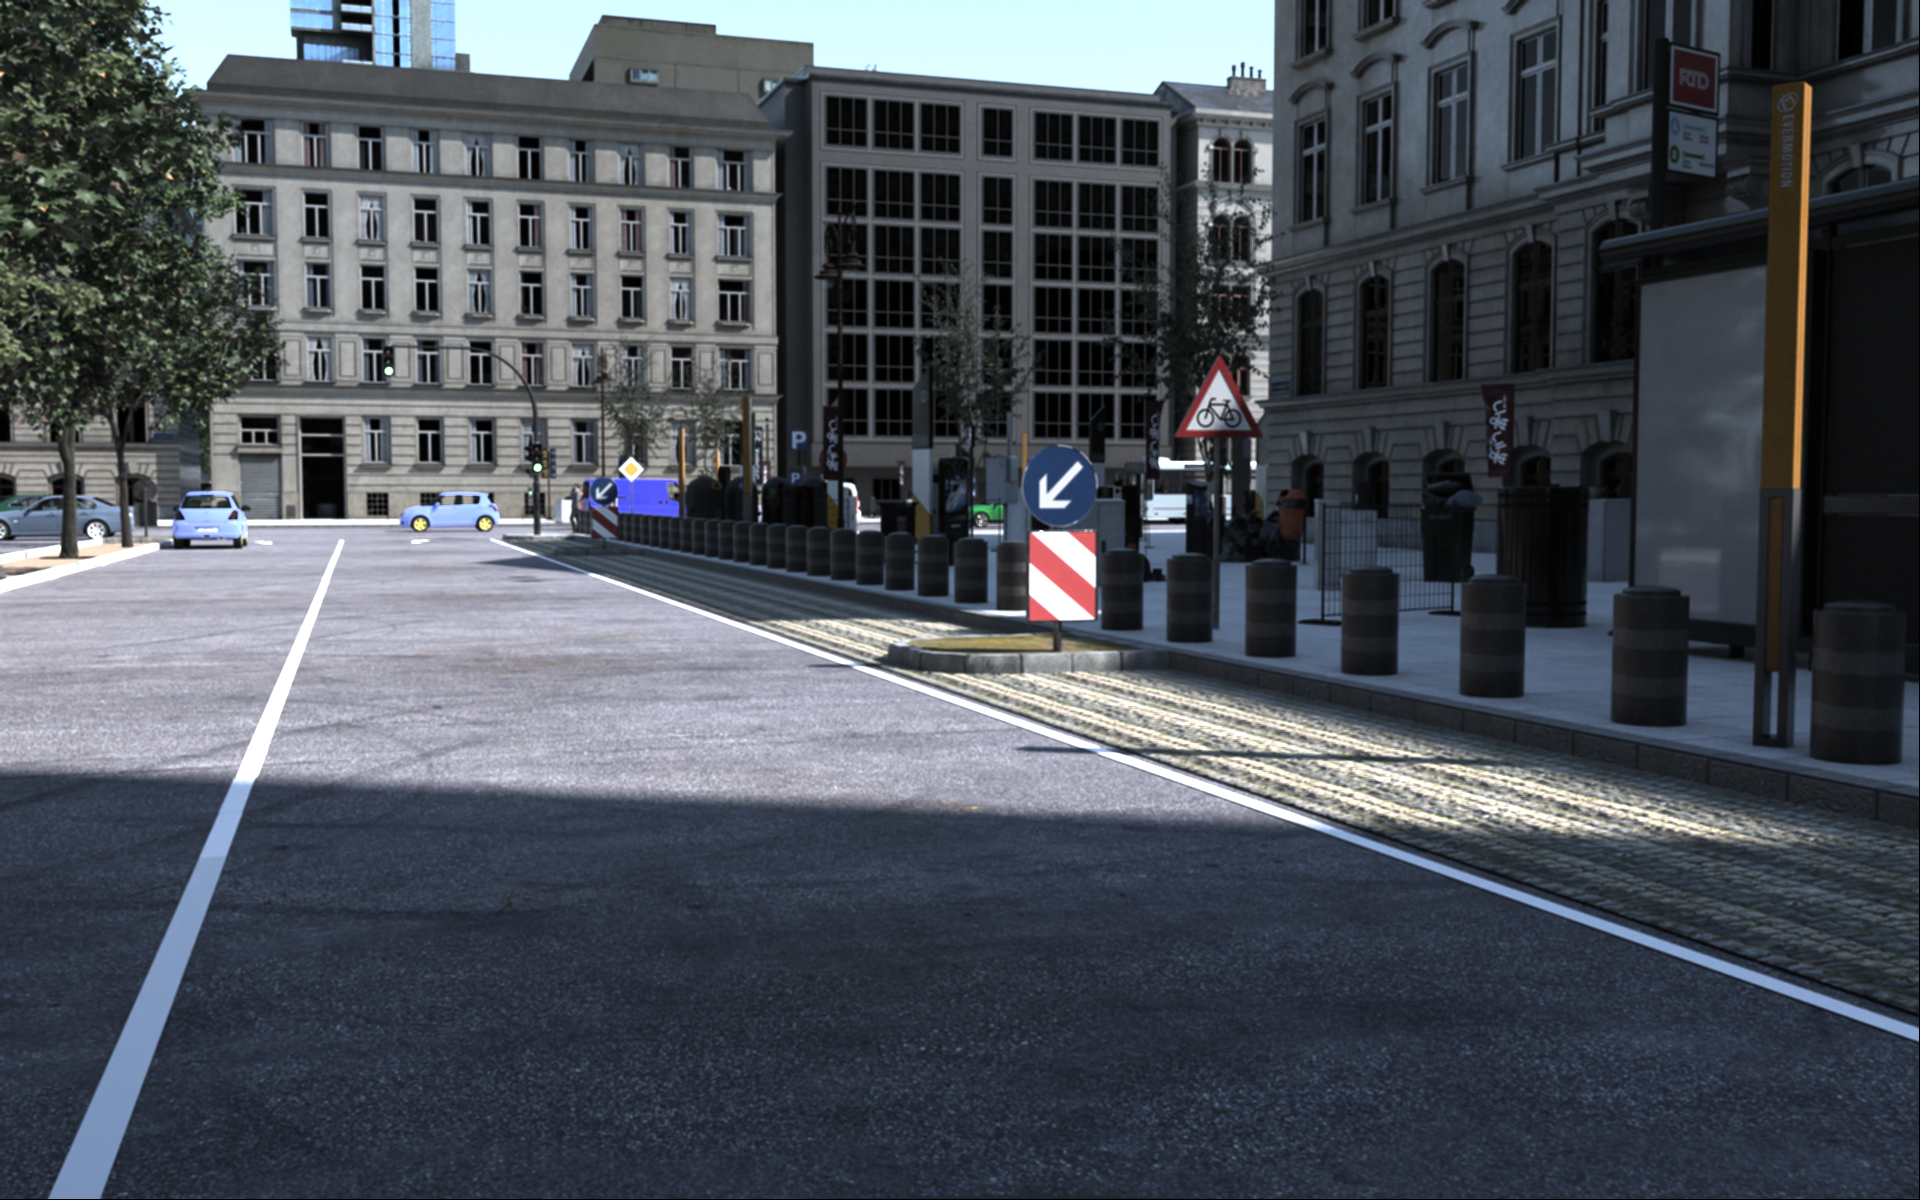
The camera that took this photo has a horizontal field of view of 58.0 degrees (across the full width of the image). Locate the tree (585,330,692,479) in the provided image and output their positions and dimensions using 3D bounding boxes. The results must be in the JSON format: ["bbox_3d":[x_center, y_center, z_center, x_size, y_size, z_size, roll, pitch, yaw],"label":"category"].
[{"bbox_3d":[-14.931,-7.870,79.041,4.360,8.622,3.978,0,3,0],"label":"tree"}]

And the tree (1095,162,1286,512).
[{"bbox_3d":[5.238,-5.338,37.647,4.360,8.622,3.978,0,3,0],"label":"tree"}]

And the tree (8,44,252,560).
[{"bbox_3d":[-19.517,-6.703,37.810,9.928,11.665,9.643,0,3,0],"label":"tree"}]

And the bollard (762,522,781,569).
[{"bbox_3d":[-3.145,-0.935,30.001,0.404,0.777,0.398,0,3,0],"label":"bollard"}]

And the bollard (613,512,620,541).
[{"bbox_3d":[-9.235,-2.011,47.596,0.404,0.777,0.398,0,3,0],"label":"bollard"}]

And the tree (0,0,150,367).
[{"bbox_3d":[-13.713,-6.090,20.156,7.486,12.596,7.792,0,3,0],"label":"tree"}]

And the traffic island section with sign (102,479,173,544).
[{"bbox_3d":[-24.030,-2.618,50.936,2.006,1.907,1.989,-1,4,-19],"label":"traffic island section with sign"}]

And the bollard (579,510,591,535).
[{"bbox_3d":[-12.049,-2.508,55.720,0.404,0.777,0.398,0,3,0],"label":"bollard"}]

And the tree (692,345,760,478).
[{"bbox_3d":[-12.320,-8.320,86.388,4.360,8.622,3.978,0,3,0],"label":"tree"}]

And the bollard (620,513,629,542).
[{"bbox_3d":[-8.769,-1.928,46.243,0.404,0.777,0.398,0,3,0],"label":"bollard"}]

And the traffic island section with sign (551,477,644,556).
[{"bbox_3d":[-8.615,-1.976,40.938,1.989,1.847,2.006,-1,4,-19],"label":"traffic island section with sign"}]

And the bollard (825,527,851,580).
[{"bbox_3d":[-1.744,-0.687,25.946,0.404,0.777,0.398,0,3,0],"label":"bollard"}]

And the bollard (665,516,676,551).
[{"bbox_3d":[-6.423,-1.513,39.462,0.404,0.777,0.398,0,3,0],"label":"bollard"}]

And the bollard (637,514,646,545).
[{"bbox_3d":[-7.828,-1.763,43.534,0.404,0.777,0.398,0,3,0],"label":"bollard"}]

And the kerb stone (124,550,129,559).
[{"bbox_3d":[-18.483,-0.974,38.153,0.120,0.150,1.000,-1,4,-19],"label":"kerb stone"}]

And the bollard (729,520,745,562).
[{"bbox_3d":[-4.079,-1.100,32.697,0.404,0.777,0.398,0,3,0],"label":"bollard"}]

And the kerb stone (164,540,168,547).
[{"bbox_3d":[-21.176,-1.450,45.908,0.120,0.150,1.000,-1,4,-19],"label":"kerb stone"}]

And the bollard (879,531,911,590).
[{"bbox_3d":[-0.808,-0.521,23.235,0.404,0.777,0.398,0,3,0],"label":"bollard"}]

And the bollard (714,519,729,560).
[{"bbox_3d":[-4.550,-1.183,34.053,0.404,0.777,0.398,0,3,0],"label":"bollard"}]

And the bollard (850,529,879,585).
[{"bbox_3d":[-1.277,-0.604,24.599,0.404,0.777,0.398,0,3,0],"label":"bollard"}]

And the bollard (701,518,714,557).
[{"bbox_3d":[-5.015,-1.266,35.408,0.404,0.777,0.398,0,3,0],"label":"bollard"}]

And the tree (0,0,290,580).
[{"bbox_3d":[-16.284,-6.663,28.398,9.611,12.733,9.660,0,3,0],"label":"tree"}]

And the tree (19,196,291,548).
[{"bbox_3d":[-22.311,-6.689,46.240,8.767,10.594,7.601,-1,4,-19],"label":"tree"}]

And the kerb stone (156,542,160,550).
[{"bbox_3d":[-20.499,-1.332,43.966,0.120,0.150,1.000,-1,4,-19],"label":"kerb stone"}]

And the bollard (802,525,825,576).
[{"bbox_3d":[-2.213,-0.770,27.302,0.404,0.777,0.398,0,3,0],"label":"bollard"}]

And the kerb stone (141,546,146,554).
[{"bbox_3d":[-19.495,-1.154,41.060,0.120,0.150,1.000,-1,4,-19],"label":"kerb stone"}]

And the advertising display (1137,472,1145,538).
[{"bbox_3d":[5.328,-2.808,51.130,0.123,1.923,0.974,1,4,13],"label":"advertising display"}]

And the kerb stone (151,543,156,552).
[{"bbox_3d":[-20.160,-1.272,42.999,0.120,0.150,1.000,-1,4,-19],"label":"kerb stone"}]

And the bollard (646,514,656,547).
[{"bbox_3d":[-7.356,-1.678,42.158,0.404,0.777,0.398,0,3,0],"label":"bollard"}]

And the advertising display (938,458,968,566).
[{"bbox_3d":[-0.115,-1.583,31.088,0.123,1.923,0.974,2,4,26],"label":"advertising display"}]

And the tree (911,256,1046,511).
[{"bbox_3d":[0.305,-6.312,53.565,4.360,8.622,3.978,0,3,0],"label":"tree"}]

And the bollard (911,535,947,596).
[{"bbox_3d":[-0.338,-0.439,21.889,0.404,0.777,0.398,0,3,0],"label":"bollard"}]

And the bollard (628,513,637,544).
[{"bbox_3d":[-8.300,-1.845,44.890,0.404,0.777,0.398,0,3,0],"label":"bollard"}]

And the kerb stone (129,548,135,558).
[{"bbox_3d":[-18.815,-1.027,39.123,0.120,0.150,1.000,-1,4,-19],"label":"kerb stone"}]

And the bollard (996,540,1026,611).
[{"bbox_3d":[0.601,-0.272,19.169,0.404,0.777,0.398,0,3,0],"label":"bollard"}]

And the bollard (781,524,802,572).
[{"bbox_3d":[-2.680,-0.852,28.649,0.404,0.777,0.398,0,3,0],"label":"bollard"}]

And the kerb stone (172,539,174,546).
[{"bbox_3d":[-21.839,-1.568,47.854,0.120,0.150,1.000,-1,4,-19],"label":"kerb stone"}]

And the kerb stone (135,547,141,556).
[{"bbox_3d":[-19.150,-1.095,40.095,0.120,0.150,1.000,-1,4,-19],"label":"kerb stone"}]

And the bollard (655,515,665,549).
[{"bbox_3d":[-6.886,-1.596,40.810,0.404,0.777,0.398,0,3,0],"label":"bollard"}]

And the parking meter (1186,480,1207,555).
[{"bbox_3d":[4.263,-1.395,31.217,0.372,1.533,0.369,0,3,0],"label":"parking meter"}]

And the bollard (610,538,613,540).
[{"bbox_3d":[-9.702,-2.093,48.943,0.404,0.777,0.398,0,3,0],"label":"bollard"}]

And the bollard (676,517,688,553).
[{"bbox_3d":[-5.952,-1.431,38.110,0.404,0.777,0.398,0,3,0],"label":"bollard"}]

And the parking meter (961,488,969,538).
[{"bbox_3d":[0.062,-2.442,48.331,0.372,1.533,0.369,0,3,0],"label":"parking meter"}]

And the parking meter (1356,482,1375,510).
[{"bbox_3d":[8.233,-1.640,35.225,0.372,1.533,0.369,0,3,0],"label":"parking meter"}]

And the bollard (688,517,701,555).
[{"bbox_3d":[-5.486,-1.348,36.754,0.404,0.777,0.398,0,3,0],"label":"bollard"}]

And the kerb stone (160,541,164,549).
[{"bbox_3d":[-20.835,-1.391,44.942,0.120,0.150,1.000,-1,4,-19],"label":"kerb stone"}]

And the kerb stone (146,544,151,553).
[{"bbox_3d":[-19.824,-1.213,42.030,0.120,0.150,1.000,-1,4,-19],"label":"kerb stone"}]

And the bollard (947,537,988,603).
[{"bbox_3d":[0.131,-0.355,20.529,0.404,0.777,0.398,0,3,0],"label":"bollard"}]

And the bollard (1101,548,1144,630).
[{"bbox_3d":[1.541,-0.106,16.458,0.404,0.777,0.398,0,3,0],"label":"bollard"}]

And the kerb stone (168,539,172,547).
[{"bbox_3d":[-21.505,-1.510,46.883,0.120,0.150,1.000,-1,4,-19],"label":"kerb stone"}]

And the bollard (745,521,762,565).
[{"bbox_3d":[-3.610,-1.017,31.349,0.404,0.777,0.398,0,3,0],"label":"bollard"}]

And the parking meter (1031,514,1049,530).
[{"bbox_3d":[1.644,-1.653,35.429,0.372,1.533,0.369,0,3,0],"label":"parking meter"}]

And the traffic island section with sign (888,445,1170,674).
[{"bbox_3d":[0.462,-0.370,14.685,1.989,1.847,2.006,-1,4,-19],"label":"traffic island section with sign"}]
